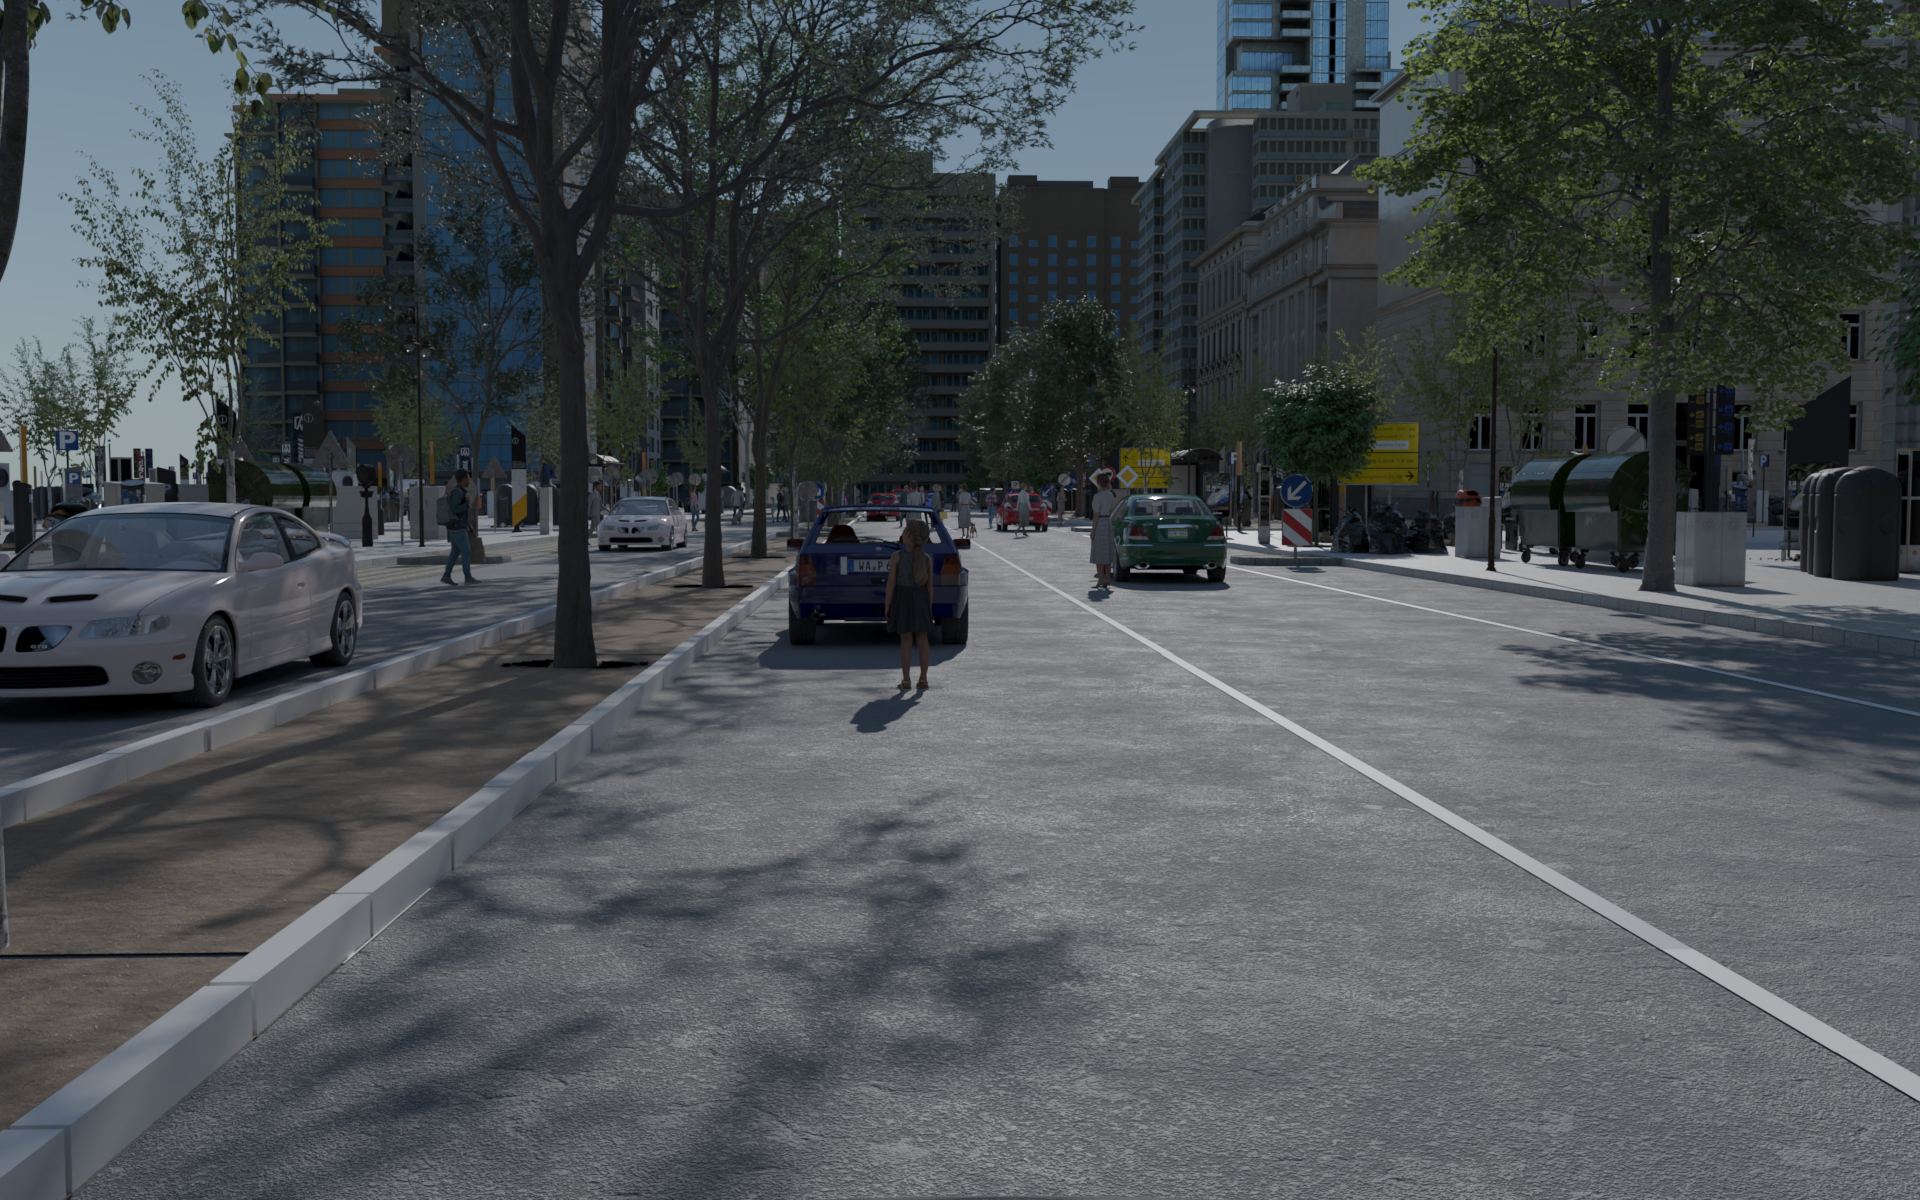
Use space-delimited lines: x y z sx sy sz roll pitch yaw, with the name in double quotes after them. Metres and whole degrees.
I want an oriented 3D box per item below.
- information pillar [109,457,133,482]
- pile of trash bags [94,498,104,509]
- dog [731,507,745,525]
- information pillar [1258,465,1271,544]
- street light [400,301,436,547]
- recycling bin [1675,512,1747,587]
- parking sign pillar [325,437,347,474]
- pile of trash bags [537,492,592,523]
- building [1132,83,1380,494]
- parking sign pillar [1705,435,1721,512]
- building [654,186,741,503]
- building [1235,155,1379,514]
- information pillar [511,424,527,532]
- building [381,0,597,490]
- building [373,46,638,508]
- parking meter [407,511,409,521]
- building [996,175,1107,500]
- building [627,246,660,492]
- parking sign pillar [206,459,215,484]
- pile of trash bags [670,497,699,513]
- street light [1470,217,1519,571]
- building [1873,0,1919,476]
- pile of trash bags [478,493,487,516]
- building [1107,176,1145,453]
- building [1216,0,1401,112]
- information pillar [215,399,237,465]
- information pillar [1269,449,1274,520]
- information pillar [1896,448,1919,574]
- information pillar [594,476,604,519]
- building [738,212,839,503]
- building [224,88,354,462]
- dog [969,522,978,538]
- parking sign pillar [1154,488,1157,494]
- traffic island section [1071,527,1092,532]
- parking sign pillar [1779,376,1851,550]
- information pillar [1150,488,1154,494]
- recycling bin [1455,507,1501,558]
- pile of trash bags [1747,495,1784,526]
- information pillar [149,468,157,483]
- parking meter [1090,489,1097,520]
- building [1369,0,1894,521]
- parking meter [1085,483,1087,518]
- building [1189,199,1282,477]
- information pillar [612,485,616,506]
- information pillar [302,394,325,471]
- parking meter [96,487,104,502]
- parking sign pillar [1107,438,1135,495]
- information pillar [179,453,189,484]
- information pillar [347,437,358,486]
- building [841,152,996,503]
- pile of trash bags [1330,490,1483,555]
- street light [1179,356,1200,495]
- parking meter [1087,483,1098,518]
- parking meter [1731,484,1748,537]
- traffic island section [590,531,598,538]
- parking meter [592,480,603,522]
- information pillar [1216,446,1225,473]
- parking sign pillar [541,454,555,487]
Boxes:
-16.683 -1.835 34.487 0.304 2.012 0.304 2 4 28 "information pillar"
-26.922 -2.803 55.581 1.912 1.369 3.447 3 5 40 "pile of trash bags"
-10.402 -3.864 80.009 0.800 0.831 0.513 1 4 10 "dog"
7.834 -2.452 44.588 0.304 2.012 0.304 0 4 4 "information pillar"
-13.014 -4.216 41.721 0.468 5.910 1.993 0 4 -2 "street light"
10.539 -0.720 24.323 0.722 1.027 0.722 0 4 0 "recycling bin"
-29.682 -5.712 81.863 1.447 3.967 1.447 0 4 5 "parking sign pillar"
-17.884 -4.154 77.672 3.447 1.369 1.912 0 4 4 "pile of trash bags"
32.827 -29.127 168.107 32.217 40.220 23.993 0 4 -2 "building"
34.605 -5.576 79.641 1.447 3.967 1.447 1 4 15 "parking sign pillar"
-45.879 -36.285 247.885 28.867 44.769 22.147 0 4 -2 "building"
26.393 -16.403 109.983 13.314 21.916 24.055 0 4 -2 "building"
-14.761 -4.071 57.921 0.504 3.616 0.183 -1 4 -15 "information pillar"
-39.041 -30.345 146.253 14.600 45.320 14.200 0 4 -2 "building"
-43.236 -31.398 167.979 22.147 44.769 28.867 0 4 -2 "building"
-26.268 -4.714 82.787 0.255 1.863 0.399 -2 4 -26 "parking meter"
12.483 -36.444 245.967 14.200 45.320 14.600 0 4 -2 "building"
-41.303 -25.896 195.096 14.107 30.474 14.160 0 4 -2 "building"
-42.357 -6.758 98.965 1.447 3.967 1.447 -3 5 -44 "parking sign pillar"
-18.445 -6.714 119.525 3.447 1.369 1.912 0 4 -7 "pile of trash bags"
8.882 -3.425 28.786 0.468 5.910 1.993 0 4 -2 "street light"
30.158 -11.698 33.060 13.314 21.916 24.055 0 4 -2 "building"
-28.670 -5.640 101.971 1.912 1.369 3.447 -2 4 -28 "pile of trash bags"
26.649 -36.512 247.081 14.200 45.320 14.600 0 4 -2 "building"
49.661 -57.360 250.503 31.000 86.520 22.319 0 4 -2 "building"
-17.500 -3.057 41.335 0.504 3.616 0.183 -3 5 -43 "information pillar"
15.157 -5.687 84.338 0.183 3.616 0.504 2 4 27 "information pillar"
15.347 -1.438 28.002 0.304 2.012 0.304 -1 4 -15 "information pillar"
-14.828 -4.077 71.152 0.304 2.012 0.304 -3 5 -45 "information pillar"
-24.072 -34.304 244.457 14.086 41.232 14.154 0 4 -2 "building"
-62.910 -32.750 190.093 28.867 44.769 22.147 0 4 -2 "building"
0.441 -2.314 57.120 0.406 0.507 0.540 -2 4 -25 "dog"
15.436 -9.180 138.566 1.447 3.967 1.447 1 4 19 "parking sign pillar"
5.335 -2.700 66.419 2.009 0.180 2.903 0 4 -2 "traffic island section"
19.686 -3.140 39.811 1.447 3.967 1.447 2 4 24 "parking sign pillar"
12.679 -6.763 115.068 0.304 2.012 0.304 3 4 36 "information pillar"
10.445 -1.369 34.931 0.722 1.027 0.722 0 4 -2 "recycling bin"
33.022 -3.686 70.025 3.447 1.369 1.912 3 5 44 "pile of trash bags"
-22.798 -2.736 49.221 0.304 2.012 0.304 2 4 27 "information pillar"
6.598 -4.723 85.633 0.372 1.533 0.369 0 3 0 "parking meter"
34.660 -17.752 87.505 25.104 27.353 12.463 0 4 -2 "building"
6.822 -5.300 92.366 0.255 1.863 0.399 -1 4 -13 "parking meter"
24.583 -18.543 132.054 11.050 23.489 19.941 0 4 -2 "building"
-26.721 -7.894 133.551 0.304 2.012 0.304 -2 4 -30 "information pillar"
-15.148 -3.012 40.601 0.504 3.616 0.183 -1 4 -9 "information pillar"
-45.552 -5.259 91.702 0.255 1.863 0.399 -1 4 -17 "parking meter"
7.814 -5.850 84.119 1.447 3.967 1.447 2 4 30 "parking sign pillar"
-44.167 -6.561 98.632 0.504 3.616 0.183 -1 4 -20 "information pillar"
-24.990 -4.886 71.236 0.504 3.616 0.183 2 4 24 "information pillar"
-6.042 -38.180 247.939 21.600 48.544 21.300 0 4 -2 "building"
9.948 -1.722 37.914 3.447 1.369 1.912 -1 4 -23 "pile of trash bags"
7.683 -5.214 58.044 0.468 5.910 1.993 0 4 -2 "street light"
6.822 -5.052 88.310 0.399 1.863 0.255 0 4 7 "parking meter"
19.877 -2.188 44.181 0.372 1.533 0.369 0 3 0 "parking meter"
-11.619 -2.169 57.747 2.009 0.180 2.903 0 4 -2 "traffic island section"
-14.730 -3.959 70.434 0.399 1.863 0.255 1 4 10 "parking meter"
12.727 -5.702 84.574 0.504 3.616 0.183 -2 4 -31 "information pillar"
-27.708 -7.835 116.567 1.447 3.967 1.447 1 4 9 "parking sign pillar"
